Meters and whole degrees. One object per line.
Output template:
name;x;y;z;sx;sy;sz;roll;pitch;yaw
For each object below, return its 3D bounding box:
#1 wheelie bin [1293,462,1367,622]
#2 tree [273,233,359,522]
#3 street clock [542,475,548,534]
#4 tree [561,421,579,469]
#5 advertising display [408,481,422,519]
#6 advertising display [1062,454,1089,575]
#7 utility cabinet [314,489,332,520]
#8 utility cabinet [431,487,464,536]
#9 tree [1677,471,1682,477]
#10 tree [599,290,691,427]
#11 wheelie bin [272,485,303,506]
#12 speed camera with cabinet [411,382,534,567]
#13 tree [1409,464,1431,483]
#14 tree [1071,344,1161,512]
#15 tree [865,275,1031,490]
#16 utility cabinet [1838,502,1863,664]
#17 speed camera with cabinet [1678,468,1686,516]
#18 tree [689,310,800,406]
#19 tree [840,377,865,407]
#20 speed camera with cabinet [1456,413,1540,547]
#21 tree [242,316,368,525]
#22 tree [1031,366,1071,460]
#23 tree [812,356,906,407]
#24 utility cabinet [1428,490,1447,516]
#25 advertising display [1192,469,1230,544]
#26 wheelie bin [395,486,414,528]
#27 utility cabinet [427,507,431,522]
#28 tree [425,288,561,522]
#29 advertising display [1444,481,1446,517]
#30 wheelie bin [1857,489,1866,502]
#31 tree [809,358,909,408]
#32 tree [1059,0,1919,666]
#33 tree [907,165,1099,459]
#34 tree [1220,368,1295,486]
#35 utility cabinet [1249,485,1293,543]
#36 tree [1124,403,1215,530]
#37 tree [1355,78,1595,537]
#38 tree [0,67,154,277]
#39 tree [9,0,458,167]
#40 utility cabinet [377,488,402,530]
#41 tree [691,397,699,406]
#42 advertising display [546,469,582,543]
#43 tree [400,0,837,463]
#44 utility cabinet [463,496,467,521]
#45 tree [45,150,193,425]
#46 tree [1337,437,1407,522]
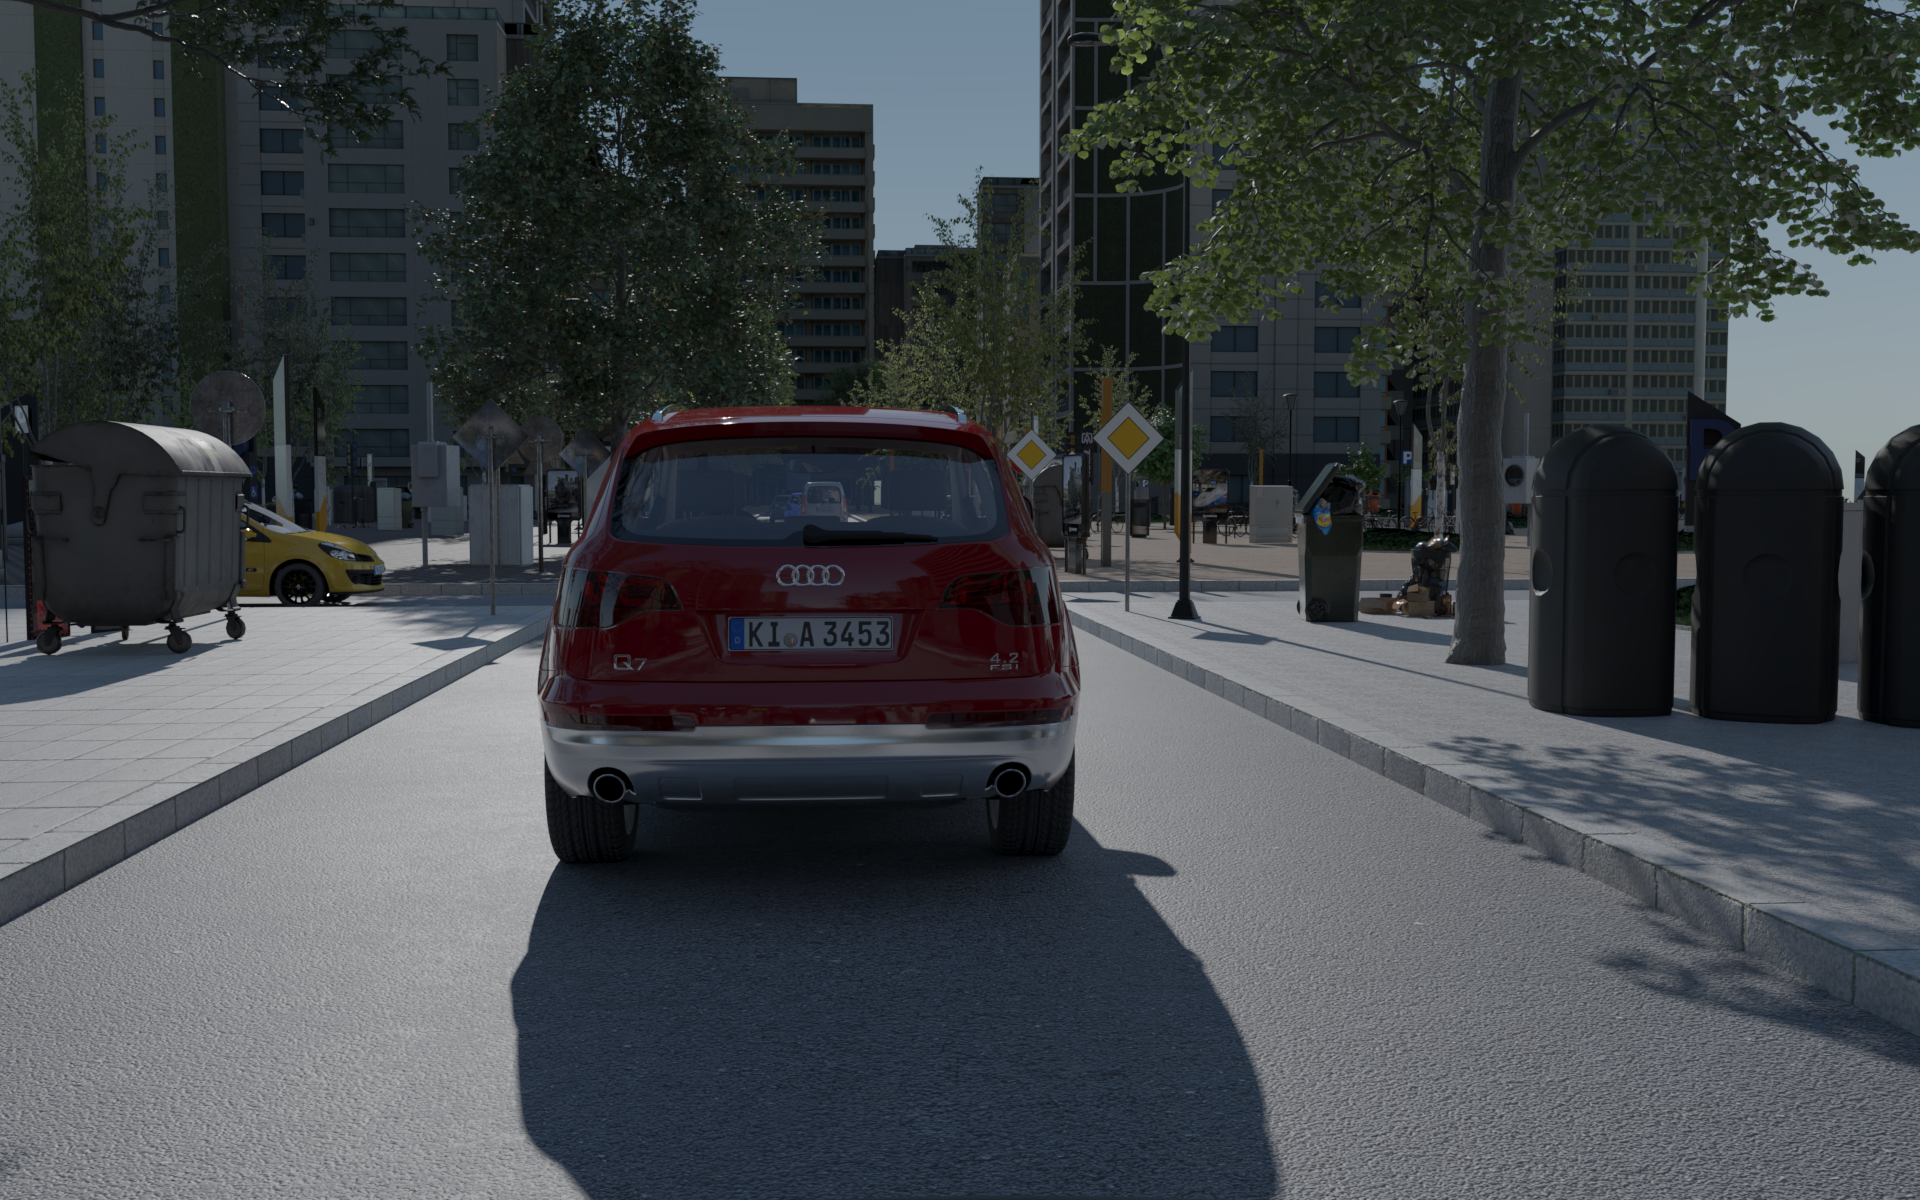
wheelie bin;3.763;-0.591;17.578;0.693;1.594;0.980;0;4;3
tree;-18.542;-5.959;47.787;4.360;8.622;3.978;0;3;0
street clock;-13.439;-3.142;55.943;0.358;2.002;0.471;-2;4;-25
tree;-18.976;-7.953;80.398;4.737;8.622;4.395;0;3;0
advertising display;-27.671;-5.084;88.333;0.123;1.923;0.974;3;5;41
advertising display;1.862;-1.392;27.971;0.123;1.923;0.974;-1;4;-16
utility cabinet;-30.511;-4.561;83.254;0.318;1.500;1.173;1;4;18
utility cabinet;-15.615;-2.697;52.767;1.173;1.500;0.318;2;4;35
tree;28.772;-4.436;67.125;1.663;3.219;1.824;0;3;0
tree;-10.377;-6.503;56.685;4.360;8.622;3.978;0;3;0
wheelie bin;-22.995;-3.143;59.301;0.980;1.594;0.693;-2;4;-31
speed camera with cabinet;-8.657;-2.227;30.754;2.038;3.252;0.660;1;4;9
tree;20.843;-5.183;79.337;1.663;3.219;1.824;0;3;0
tree;7.724;-8.204;84.494;4.360;8.622;3.978;0;3;0
tree;-0.354;-6.627;58.713;4.360;8.622;3.978;0;3;0
utility cabinet;6.387;-0.117;13.078;1.020;1.237;0.306;-2;4;-24
speed camera with cabinet;42.227;-6.425;99.377;0.660;3.252;2.038;-2;4;-26
tree;-13.564;-11.596;107.729;7.486;12.596;7.792;0;3;0
tree;-3.232;-7.885;79.282;4.360;8.622;3.978;0;3;0
speed camera with cabinet;13.267;-2.964;42.798;0.660;3.252;2.038;-3;4;-37
tree;-26.084;-7.360;70.699;4.737;8.622;4.395;0;3;0
tree;4.538;-9.173;100.340;4.360;8.622;3.978;0;3;0
tree;-7.532;-12.495;130.050;9.928;11.665;9.643;0;3;0
utility cabinet;27.691;-5.628;100.697;1.173;1.500;0.318;0;4;1
advertising display;6.486;-2.427;44.889;0.974;1.923;0.123;1;4;18
wheelie bin;-20.968;-3.498;65.093;0.980;1.594;0.693;2;4;30
utility cabinet;-24.079;-4.182;79.537;0.306;1.237;1.020;3;5;45
tree;-16.359;-6.660;59.254;4.737;8.622;4.395;0;3;0
advertising display;23.756;-4.906;85.421;0.123;1.923;0.974;2;4;32
wheelie bin;33.156;-3.378;63.142;0.693;1.594;0.980;0;4;7
tree;-6.263;-11.257;118.465;8.767;10.594;7.601;-2;4;-28
tree;4.330;-5.800;12.954;7.486;12.596;7.792;0;3;0
tree;0.928;-5.475;39.877;4.737;8.622;4.395;0;3;0
tree;17.414;-9.265;101.843;4.360;8.622;3.978;0;3;0
utility cabinet;8.035;-2.203;44.690;1.173;1.500;0.318;-2;4;-28
tree;7.493;-4.819;62.502;4.285;4.588;4.351;0;3;0
tree;8.718;-4.897;30.424;4.360;8.622;3.978;0;3;0
tree;-15.890;-4.844;29.568;4.737;8.622;4.395;0;3;0
tree;-6.123;-4.545;8.731;7.601;10.594;8.767;0;4;4
utility cabinet;-20.009;-3.187;60.781;1.173;1.500;0.318;3;5;44
tree;-11.861;-8.508;73.515;7.601;10.594;8.767;-1;4;-9
advertising display;-10.324;-2.442;45.141;0.974;1.923;0.123;1;4;18
tree;-7.565;-7.417;38.283;9.611;12.733;9.660;0;3;0
utility cabinet;-24.090;-4.405;83.181;1.020;1.237;0.306;3;4;38
tree;-18.311;-5.365;38.088;4.360;8.622;3.978;0;3;0
tree;13.739;-3.908;58.500;1.663;3.219;1.824;0;3;0
